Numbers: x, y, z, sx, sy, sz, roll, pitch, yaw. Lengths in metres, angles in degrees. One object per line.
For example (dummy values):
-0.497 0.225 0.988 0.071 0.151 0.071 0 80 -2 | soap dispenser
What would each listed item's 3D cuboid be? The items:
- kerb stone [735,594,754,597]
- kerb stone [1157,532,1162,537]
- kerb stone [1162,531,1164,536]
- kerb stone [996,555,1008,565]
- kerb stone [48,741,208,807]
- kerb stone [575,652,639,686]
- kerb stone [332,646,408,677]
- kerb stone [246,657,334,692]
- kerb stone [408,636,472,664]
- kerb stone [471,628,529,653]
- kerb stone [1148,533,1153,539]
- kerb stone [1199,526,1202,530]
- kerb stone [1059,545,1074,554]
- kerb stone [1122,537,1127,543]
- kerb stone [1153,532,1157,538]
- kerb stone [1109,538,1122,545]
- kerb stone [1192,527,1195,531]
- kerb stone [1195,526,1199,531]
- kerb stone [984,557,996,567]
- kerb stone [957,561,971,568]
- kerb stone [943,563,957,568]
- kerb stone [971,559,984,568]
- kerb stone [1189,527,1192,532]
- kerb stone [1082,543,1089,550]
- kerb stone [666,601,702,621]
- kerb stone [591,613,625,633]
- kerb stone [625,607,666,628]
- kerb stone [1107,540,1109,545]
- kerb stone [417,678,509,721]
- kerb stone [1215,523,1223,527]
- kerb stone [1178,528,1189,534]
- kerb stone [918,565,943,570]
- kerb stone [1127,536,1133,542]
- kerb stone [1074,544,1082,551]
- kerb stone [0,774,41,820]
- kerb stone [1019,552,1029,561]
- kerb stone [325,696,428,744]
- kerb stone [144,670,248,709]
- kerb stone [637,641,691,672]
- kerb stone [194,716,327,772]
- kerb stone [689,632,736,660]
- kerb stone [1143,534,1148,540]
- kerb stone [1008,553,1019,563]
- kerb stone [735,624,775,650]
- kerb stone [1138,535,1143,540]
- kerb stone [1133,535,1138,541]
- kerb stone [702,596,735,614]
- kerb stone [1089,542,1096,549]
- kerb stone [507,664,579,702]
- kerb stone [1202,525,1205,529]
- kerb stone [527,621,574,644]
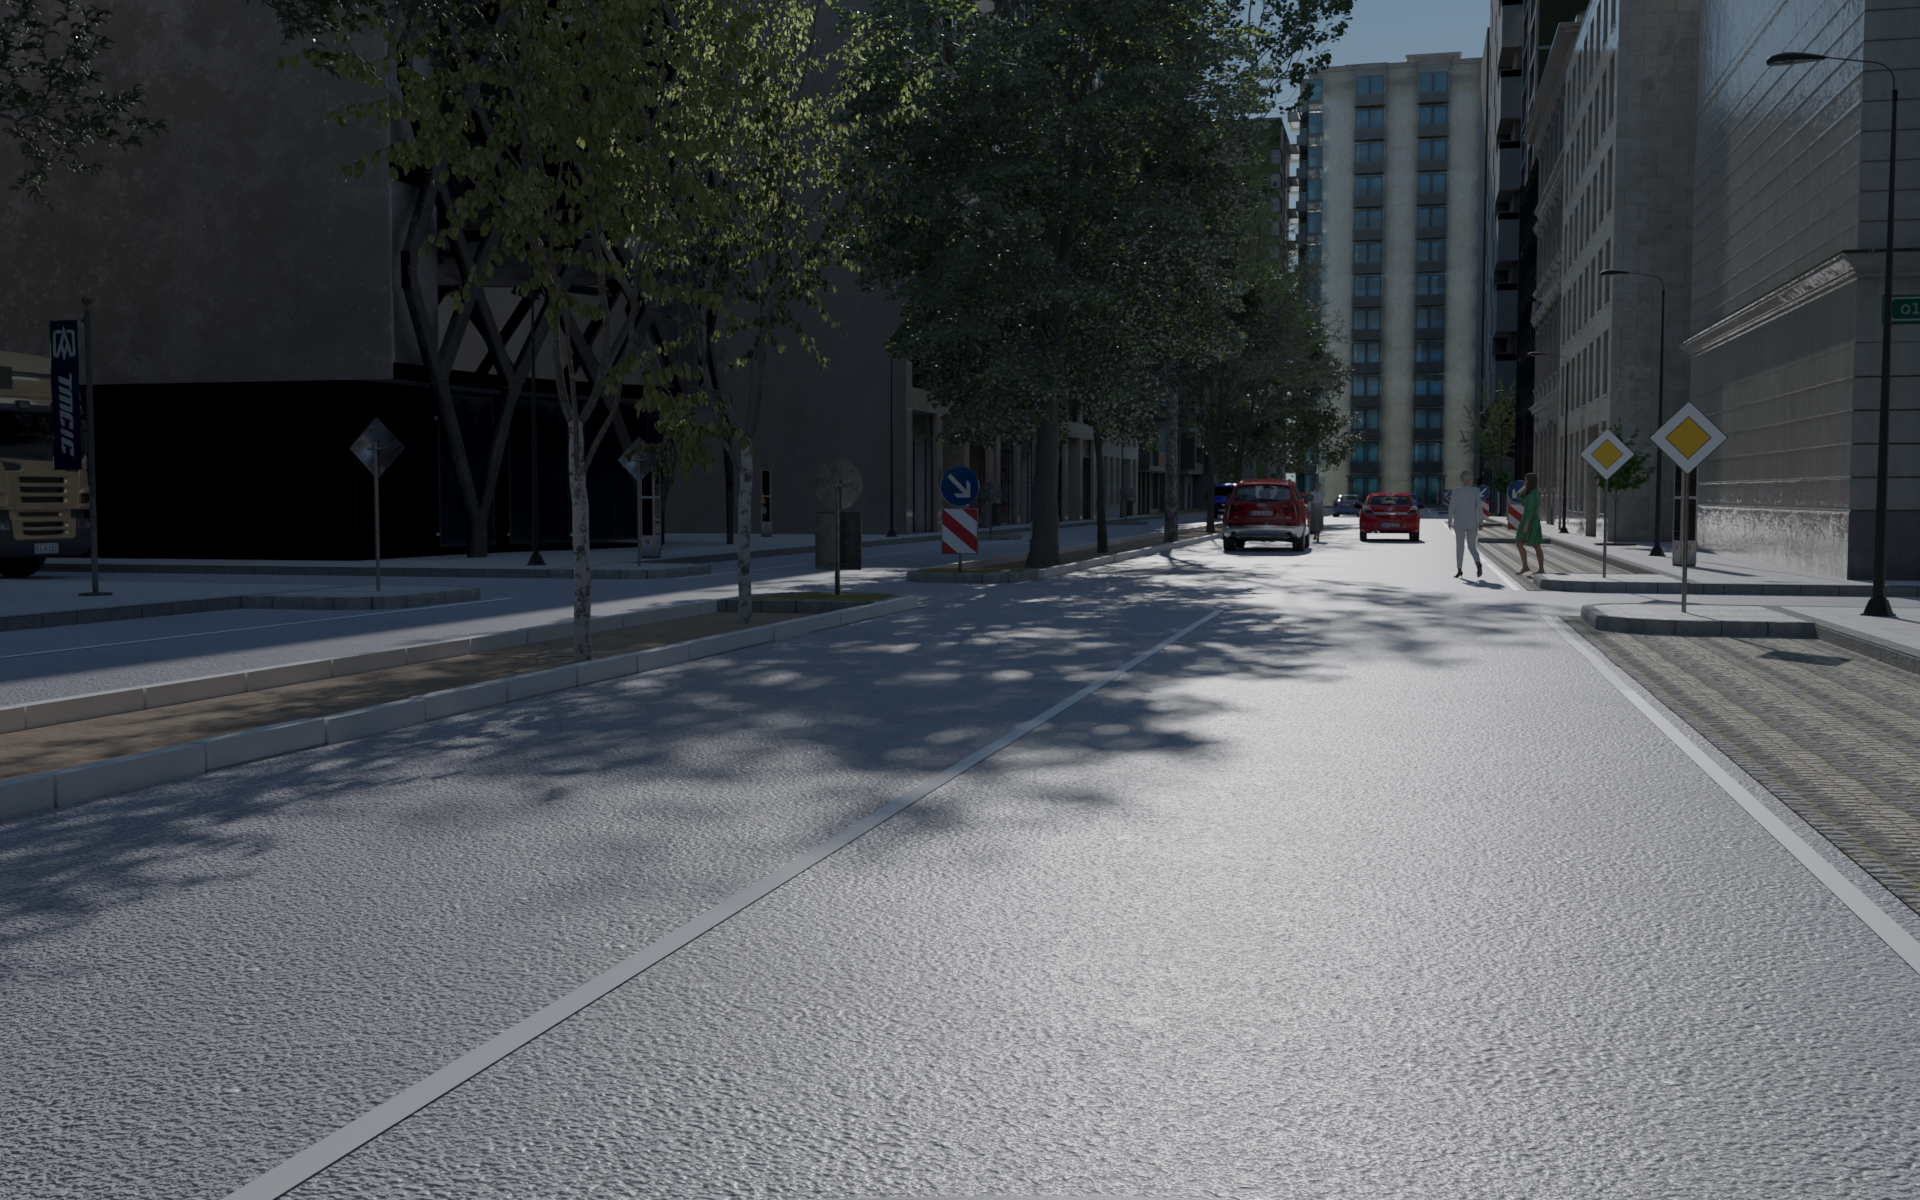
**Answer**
-2.737 0.022 21.882 0.120 0.150 1.000 1 4 15 | kerb stone
6.434 -2.136 57.115 0.120 0.150 1.000 1 4 15 | kerb stone
6.697 -2.197 58.110 0.120 0.150 1.000 1 4 15 | kerb stone
0.756 -0.800 35.282 0.120 0.150 1.000 1 4 15 | kerb stone
-4.065 0.846 8.433 0.120 0.150 1.000 1 4 15 | kerb stone
-2.776 0.538 13.403 0.120 0.150 1.000 1 4 15 | kerb stone
-4.798 0.504 13.950 0.120 0.150 1.000 1 4 15 | kerb stone
-5.058 0.565 12.959 0.120 0.150 1.000 1 4 15 | kerb stone
-4.545 0.448 14.940 0.120 0.150 1.000 1 4 15 | kerb stone
-4.292 0.387 15.944 0.120 0.150 1.000 1 4 15 | kerb stone
5.926 -2.012 55.129 0.120 0.150 1.000 1 4 15 | kerb stone
9.279 -2.801 68.054 0.120 0.150 1.000 1 4 15 | kerb stone
2.555 -1.224 42.223 0.120 0.150 1.000 1 4 15 | kerb stone
4.626 -1.711 50.174 0.120 0.150 1.000 1 4 15 | kerb stone
6.184 -2.075 56.124 0.120 0.150 1.000 1 4 15 | kerb stone
4.380 -1.644 49.181 0.120 0.150 1.000 1 4 15 | kerb stone
8.766 -2.684 66.074 0.120 0.150 1.000 1 4 15 | kerb stone
9.025 -2.742 67.063 0.120 0.150 1.000 1 4 15 | kerb stone
0.493 -0.738 34.284 0.120 0.150 1.000 1 4 15 | kerb stone
-0.023 -0.618 32.306 0.120 0.150 1.000 1 4 15 | kerb stone
-0.282 -0.556 31.313 0.120 0.150 1.000 1 4 15 | kerb stone
0.238 -0.679 33.294 0.120 0.150 1.000 1 4 15 | kerb stone
8.513 -2.617 65.081 0.120 0.150 1.000 1 4 15 | kerb stone
3.074 -1.342 44.206 0.120 0.150 1.000 1 4 15 | kerb stone
-3.250 0.140 19.901 0.120 0.150 1.000 1 4 15 | kerb stone
-3.768 0.264 17.921 0.120 0.150 1.000 1 4 15 | kerb stone
-3.503 0.201 18.911 0.120 0.150 1.000 1 4 15 | kerb stone
3.855 -1.526 47.185 0.120 0.150 1.000 1 4 15 | kerb stone
-3.295 0.660 11.406 0.120 0.150 1.000 1 4 15 | kerb stone
11.345 -3.289 76.000 0.120 0.150 1.000 1 4 15 | kerb stone
8.248 -2.562 64.080 0.120 0.150 1.000 1 4 15 | kerb stone
-0.539 -0.492 30.323 0.120 0.150 1.000 1 4 15 | kerb stone
4.901 -1.772 51.163 0.120 0.150 1.000 1 4 15 | kerb stone
2.818 -1.283 43.216 0.120 0.150 1.000 1 4 15 | kerb stone
-4.324 0.905 7.444 0.120 0.150 1.000 1 4 15 | kerb stone
1.265 -0.922 37.267 0.120 0.150 1.000 1 4 15 | kerb stone
-3.546 0.728 10.414 0.120 0.150 1.000 1 4 15 | kerb stone
-5.317 0.626 11.967 0.120 0.150 1.000 1 4 15 | kerb stone
-2.513 0.480 14.394 0.120 0.150 1.000 1 4 15 | kerb stone
-3.813 0.781 9.427 0.120 0.150 1.000 1 4 15 | kerb stone
-2.254 0.417 15.383 0.120 0.150 1.000 1 4 15 | kerb stone
5.663 -1.954 54.139 0.120 0.150 1.000 1 4 15 | kerb stone
1.016 -0.858 36.270 0.120 0.150 1.000 1 4 15 | kerb stone
-2.005 0.360 16.377 0.120 0.150 1.000 1 4 15 | kerb stone
5.410 -1.891 53.149 0.120 0.150 1.000 1 4 15 | kerb stone
5.147 -1.832 52.156 0.120 0.150 1.000 1 4 15 | kerb stone
-2.992 0.080 20.892 0.120 0.150 1.000 1 4 15 | kerb stone
3.331 -1.407 45.201 0.120 0.150 1.000 1 4 15 | kerb stone
-3.036 0.601 12.405 0.120 0.150 1.000 1 4 15 | kerb stone
9.544 -2.864 69.047 0.120 0.150 1.000 1 4 15 | kerb stone
-4.028 0.322 16.932 0.120 0.150 1.000 1 4 15 | kerb stone
